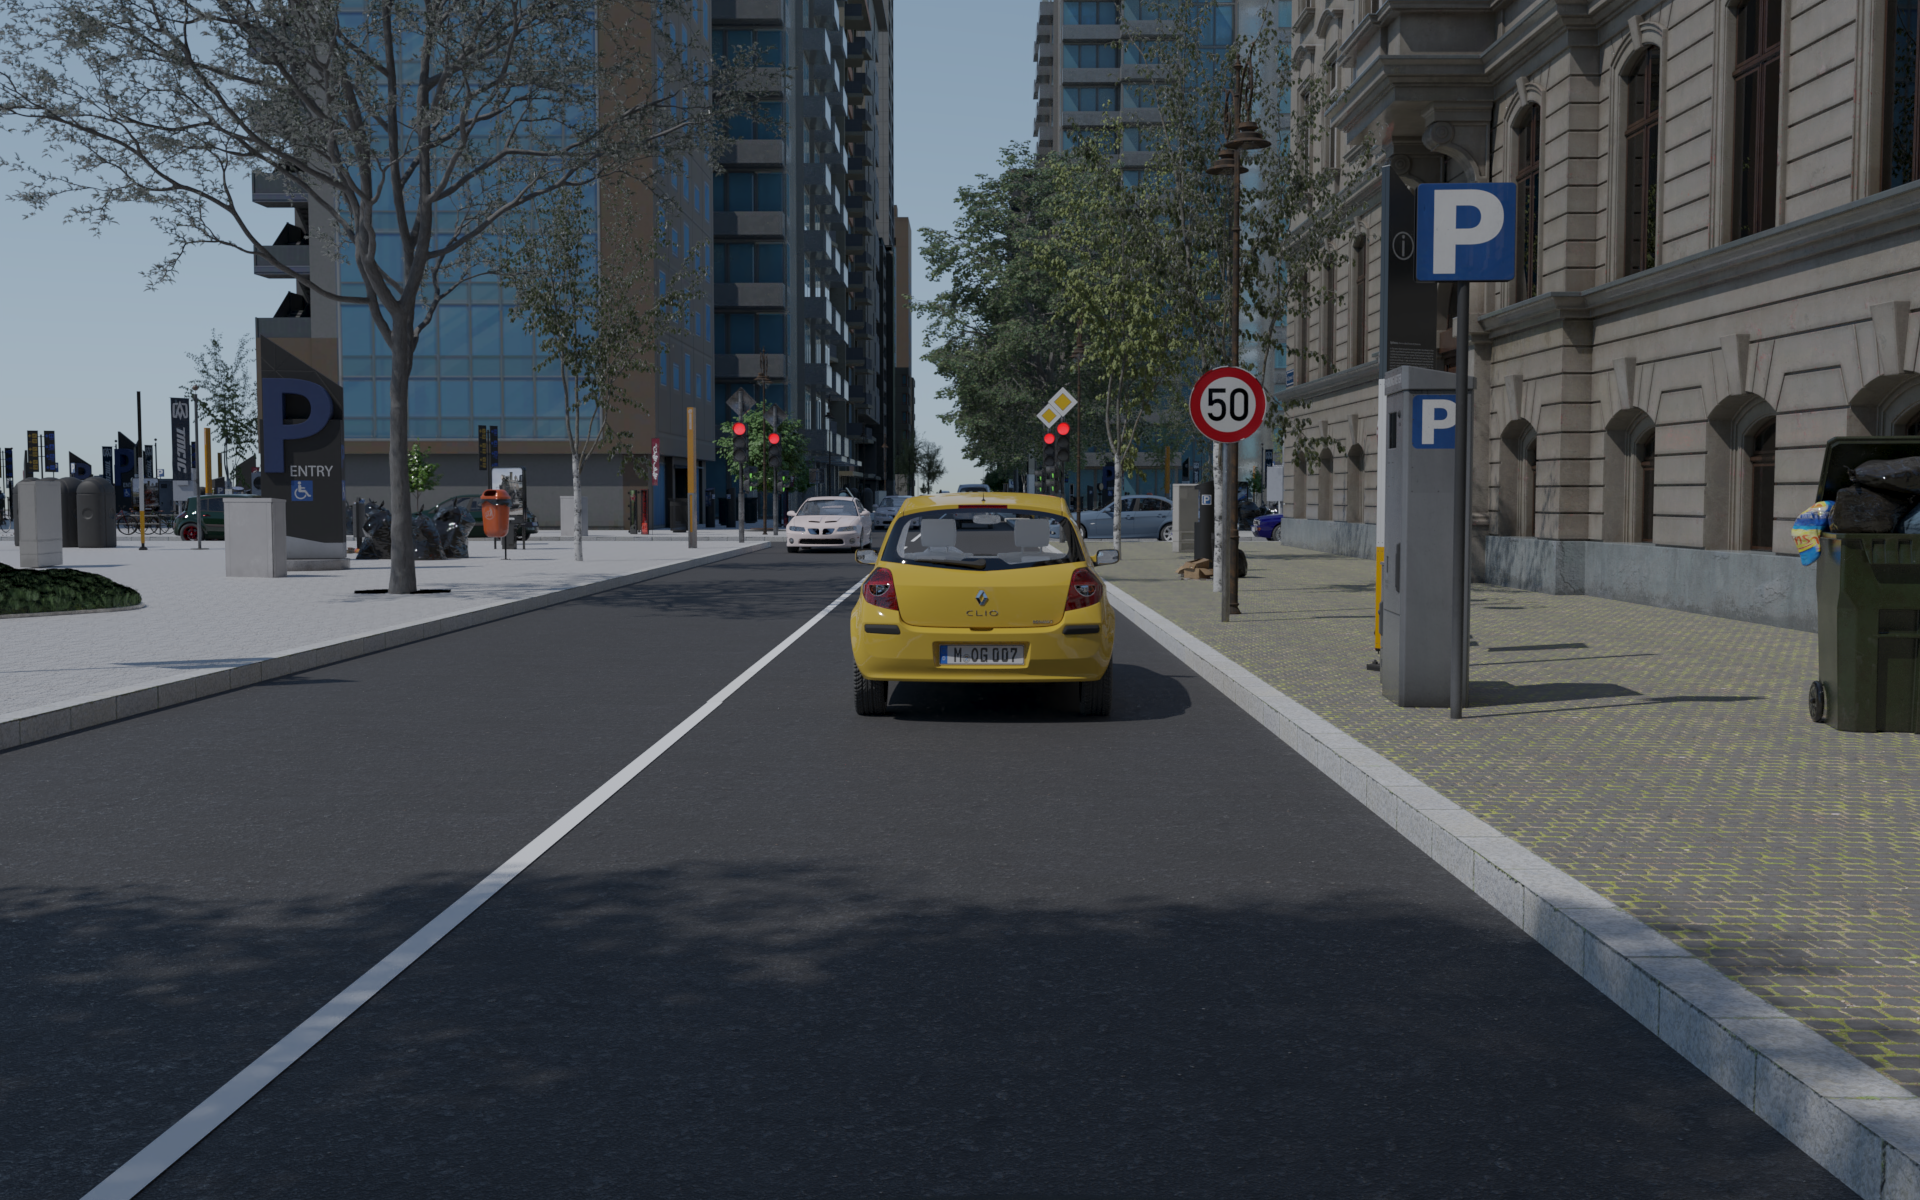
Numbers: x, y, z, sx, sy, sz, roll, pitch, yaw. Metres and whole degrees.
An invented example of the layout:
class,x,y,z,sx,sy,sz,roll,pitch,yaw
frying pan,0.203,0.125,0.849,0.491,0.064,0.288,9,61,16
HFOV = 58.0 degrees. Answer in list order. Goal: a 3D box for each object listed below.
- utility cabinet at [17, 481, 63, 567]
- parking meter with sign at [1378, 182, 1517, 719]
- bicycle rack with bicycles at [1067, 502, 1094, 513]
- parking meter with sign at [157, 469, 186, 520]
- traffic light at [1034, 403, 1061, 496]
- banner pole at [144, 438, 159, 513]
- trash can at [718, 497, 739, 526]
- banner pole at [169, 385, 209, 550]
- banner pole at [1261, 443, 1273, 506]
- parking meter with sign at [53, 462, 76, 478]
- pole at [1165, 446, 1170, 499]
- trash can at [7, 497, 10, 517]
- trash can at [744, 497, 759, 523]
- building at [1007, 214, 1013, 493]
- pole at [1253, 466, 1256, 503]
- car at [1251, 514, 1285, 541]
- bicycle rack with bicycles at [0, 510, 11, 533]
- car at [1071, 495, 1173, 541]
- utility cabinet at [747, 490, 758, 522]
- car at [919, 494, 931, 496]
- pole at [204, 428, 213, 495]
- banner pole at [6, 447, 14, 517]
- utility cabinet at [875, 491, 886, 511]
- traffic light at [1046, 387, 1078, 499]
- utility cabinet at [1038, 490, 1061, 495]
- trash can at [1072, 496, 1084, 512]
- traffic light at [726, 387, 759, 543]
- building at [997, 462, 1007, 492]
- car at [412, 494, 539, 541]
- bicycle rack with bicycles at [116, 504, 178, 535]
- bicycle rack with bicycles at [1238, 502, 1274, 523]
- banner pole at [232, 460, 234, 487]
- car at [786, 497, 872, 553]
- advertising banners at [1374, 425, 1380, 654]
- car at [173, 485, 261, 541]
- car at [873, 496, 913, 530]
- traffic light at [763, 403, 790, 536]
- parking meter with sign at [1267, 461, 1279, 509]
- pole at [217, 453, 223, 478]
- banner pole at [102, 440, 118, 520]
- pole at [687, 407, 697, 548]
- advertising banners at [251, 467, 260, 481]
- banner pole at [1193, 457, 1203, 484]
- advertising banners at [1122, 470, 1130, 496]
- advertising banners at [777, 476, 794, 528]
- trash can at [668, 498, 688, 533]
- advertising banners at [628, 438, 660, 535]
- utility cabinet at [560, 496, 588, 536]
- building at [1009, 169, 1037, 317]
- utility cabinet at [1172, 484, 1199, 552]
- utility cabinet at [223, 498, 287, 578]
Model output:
class,x,y,z,sx,sy,sz,roll,pitch,yaw
utility cabinet,-16.122,-1.325,30.350,0.318,1.500,1.173,-1,4,-9
parking meter with sign,2.896,-0.879,10.635,0.543,3.016,1.738,0,4,4
bicycle rack with bicycles,4.819,-3.829,75.993,2.925,0.926,2.852,0,4,-2
parking meter with sign,-39.162,-5.459,85.512,1.738,3.016,0.543,0,4,-7
traffic light,2.724,-3.948,53.478,0.839,4.253,0.868,0,4,0
banner pole,-36.147,-5.353,77.531,0.401,3.779,0.863,1,4,23
trash can,-9.534,-3.605,70.591,0.748,1.137,0.748,0,3,0
banner pole,-17.695,-3.039,39.712,0.401,3.779,0.863,2,4,34
banner pole,15.005,-5.805,84.935,0.401,3.779,0.863,-3,5,-43
parking meter with sign,-49.037,-6.021,94.708,1.738,3.016,0.543,2,4,30
pole,8.855,-4.904,74.031,0.158,3.312,0.155,0,3,0
trash can,-53.068,-5.227,97.120,0.748,1.137,0.748,0,3,0
trash can,-9.194,-3.931,75.931,0.748,1.137,0.748,0,3,0
building,13.746,-34.688,250.748,14.154,41.232,14.086,0,4,0
pole,21.265,-8.031,125.142,0.158,3.312,0.155,0,3,0
car,10.277,-2.240,49.209,3.894,1.354,1.945,0,4,2
bicycle rack with bicycles,-31.100,-2.682,57.237,2.852,0.926,2.925,0,4,-7
car,4.741,-2.308,49.742,4.499,1.417,2.014,0,4,1
utility cabinet,-9.295,-4.217,77.621,0.318,1.500,1.173,0,4,2
car,-2.325,-6.862,124.197,2.014,1.417,4.499,0,4,2
pole,-23.100,-3.633,53.246,0.158,3.312,0.155,0,3,0
banner pole,-50.849,-6.282,92.728,0.863,3.779,0.401,2,4,30
utility cabinet,-5.523,-6.832,120.382,0.318,1.500,1.173,2,4,24
traffic light,2.675,-3.460,45.493,0.839,4.253,0.868,0,4,0
utility cabinet,4.536,-4.848,87.946,1.173,1.500,0.318,2,4,28
trash can,7.062,-5.615,103.453,0.748,1.137,0.748,0,3,0
traffic light,-5.736,-3.462,45.528,0.839,4.253,0.868,0,4,0
building,12.944,-31.157,281.121,14.160,30.474,14.107,0,4,0
car,-14.446,-2.495,50.575,4.222,1.686,2.009,0,4,2
bicycle rack with bicycles,-25.802,-2.544,54.968,2.925,0.926,2.852,0,4,-1
bicycle rack with bicycles,13.116,-3.837,76.124,2.852,0.926,2.925,1,4,22
banner pole,-53.564,-8.418,127.659,0.401,3.779,0.863,-1,4,-19
car,-3.264,-1.925,43.842,2.083,1.381,4.827,0,4,2
advertising banners,3.480,-1.108,14.305,0.090,3.025,2.074,1,4,14
car,-19.960,-2.390,48.863,4.222,1.686,2.009,0,4,-1
car,-2.523,-3.605,71.298,2.083,1.381,4.827,0,4,1
traffic light,-5.687,-3.951,53.513,0.839,4.253,0.868,0,4,0
parking meter with sign,16.785,-5.914,92.961,0.543,3.016,1.738,1,4,21
pole,-36.321,-5.579,85.066,0.158,3.312,0.155,0,3,0
banner pole,-39.015,-5.483,79.671,0.401,3.779,0.863,3,5,43
pole,-6.320,-2.875,40.856,0.158,3.312,0.155,0,3,0
advertising banners,-45.705,-6.986,110.416,2.074,3.025,0.090,-1,4,-18
banner pole,15.942,-7.696,115.847,0.863,3.779,0.401,-1,4,-16
advertising banners,11.866,-7.816,123.982,0.090,3.025,2.074,-1,4,-9
advertising banners,-6.653,-4.273,66.058,0.090,3.025,2.074,-2,4,-25
trash can,-9.327,-2.809,57.580,0.748,1.137,0.748,0,3,0
advertising banners,-9.950,-3.570,54.560,0.090,3.025,2.074,-3,4,-38
utility cabinet,-11.789,-2.556,52.950,1.020,1.237,0.306,3,5,41
building,17.471,-35.134,229.071,22.147,44.769,28.867,0,4,0
utility cabinet,5.254,-1.789,37.933,1.173,1.500,0.318,-1,4,-21
utility cabinet,-10.895,-0.956,26.795,1.020,1.237,0.306,2,4,25
